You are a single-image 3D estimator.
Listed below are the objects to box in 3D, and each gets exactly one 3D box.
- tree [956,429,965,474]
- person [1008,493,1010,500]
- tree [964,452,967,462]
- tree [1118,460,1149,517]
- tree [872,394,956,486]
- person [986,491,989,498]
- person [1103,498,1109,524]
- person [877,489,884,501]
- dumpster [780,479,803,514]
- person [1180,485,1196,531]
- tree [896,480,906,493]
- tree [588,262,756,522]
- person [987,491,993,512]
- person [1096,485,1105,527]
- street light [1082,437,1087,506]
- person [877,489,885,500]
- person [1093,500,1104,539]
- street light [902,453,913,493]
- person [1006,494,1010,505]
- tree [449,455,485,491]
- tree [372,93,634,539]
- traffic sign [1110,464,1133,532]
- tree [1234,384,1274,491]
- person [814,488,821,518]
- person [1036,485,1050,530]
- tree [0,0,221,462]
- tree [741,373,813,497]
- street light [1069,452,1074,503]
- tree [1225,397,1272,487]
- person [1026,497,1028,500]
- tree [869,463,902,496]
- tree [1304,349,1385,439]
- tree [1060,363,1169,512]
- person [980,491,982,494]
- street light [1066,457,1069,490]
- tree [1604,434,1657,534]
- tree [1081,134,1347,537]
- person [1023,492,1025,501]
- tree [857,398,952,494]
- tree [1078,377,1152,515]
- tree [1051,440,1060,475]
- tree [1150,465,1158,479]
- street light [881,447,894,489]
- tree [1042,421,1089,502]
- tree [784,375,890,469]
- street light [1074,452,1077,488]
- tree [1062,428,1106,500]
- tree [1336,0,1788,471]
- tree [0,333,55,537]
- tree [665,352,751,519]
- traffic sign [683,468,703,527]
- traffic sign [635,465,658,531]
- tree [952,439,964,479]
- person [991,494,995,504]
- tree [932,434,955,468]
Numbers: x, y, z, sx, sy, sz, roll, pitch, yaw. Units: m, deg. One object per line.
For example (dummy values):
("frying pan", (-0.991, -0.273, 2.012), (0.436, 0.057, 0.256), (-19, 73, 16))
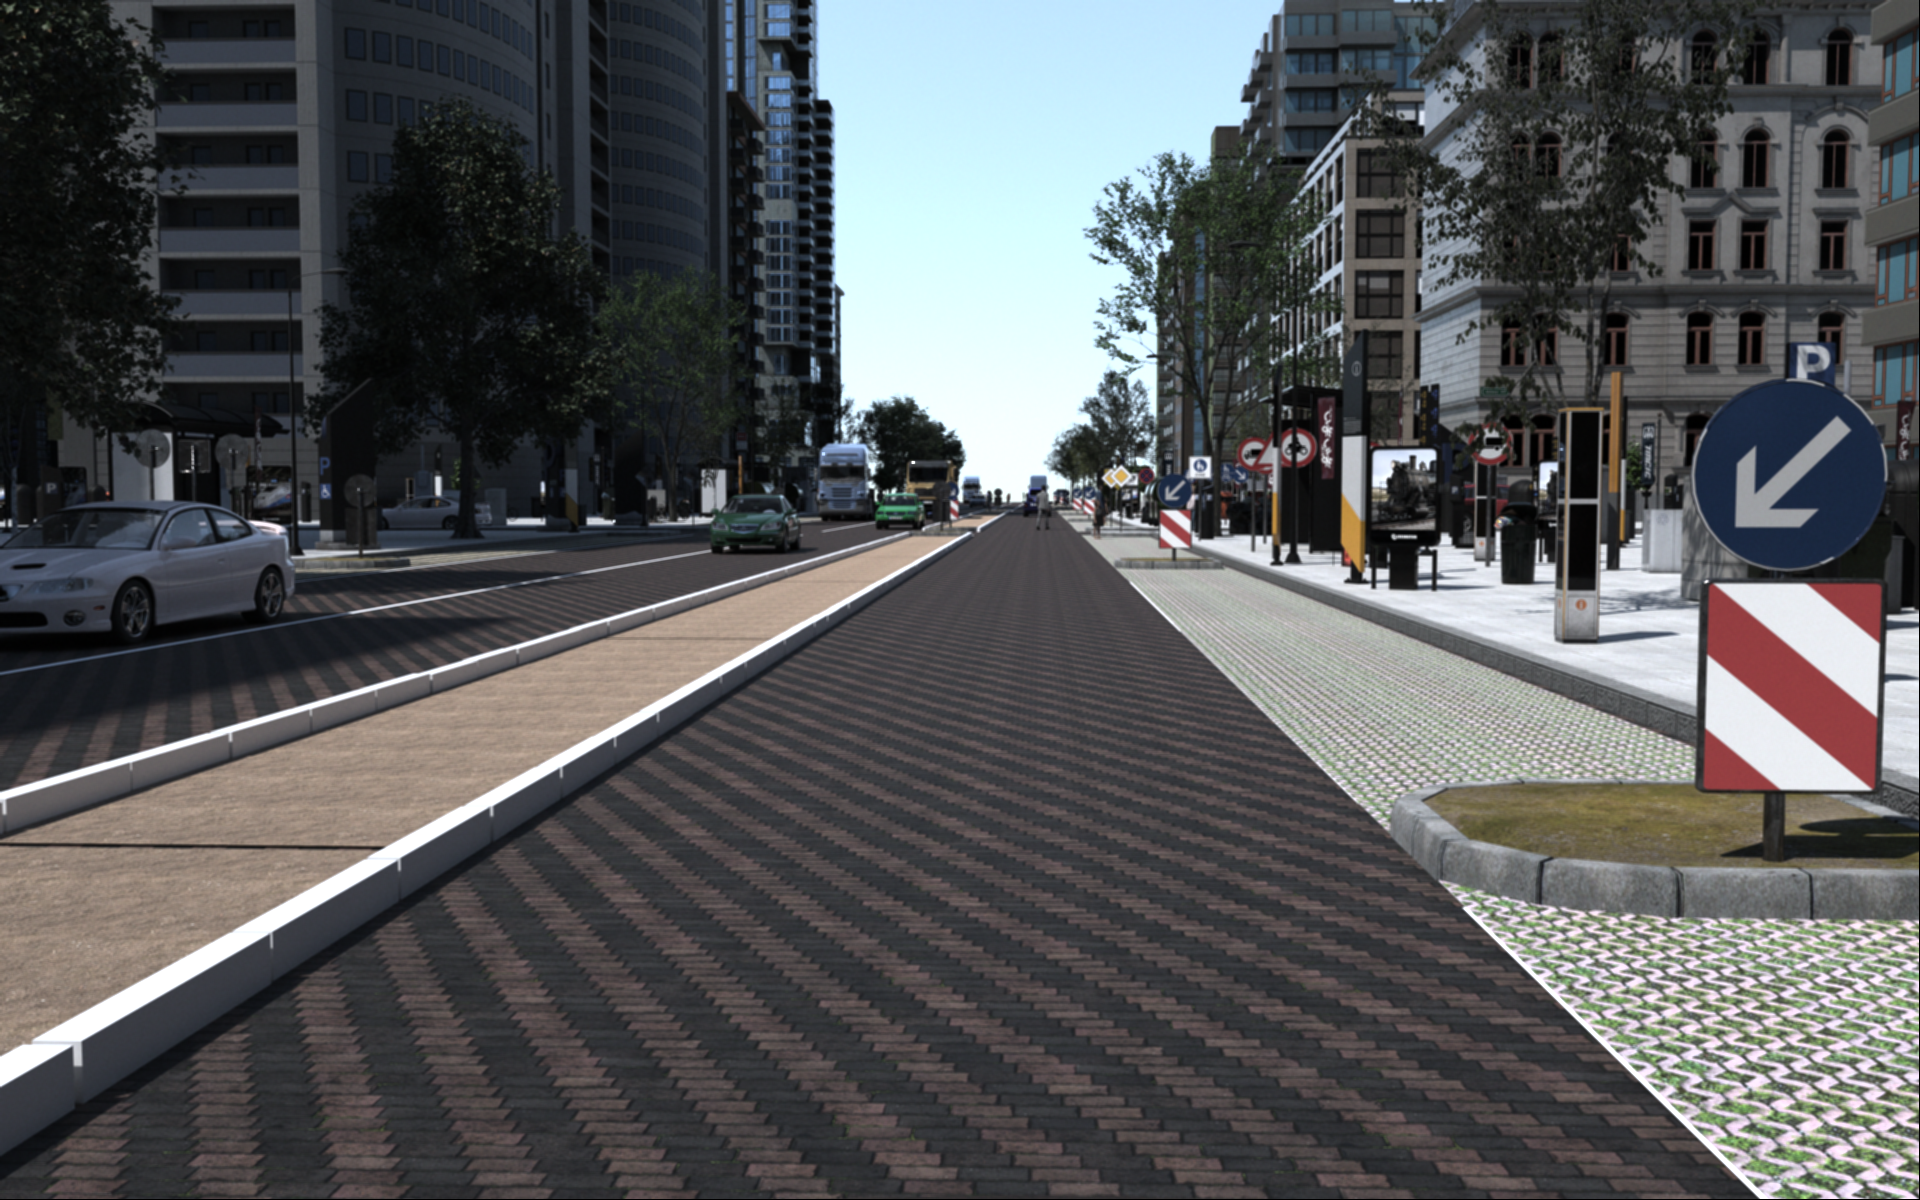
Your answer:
("tree", (-3.419, -23.467, 290.339), (9.857, 13.997, 8.962), (0, 3, 0))
("person", (7.781, -16.032, 272.096), (0.415, 1.643, 0.593), (-1, 4, -16))
("tree", (-2.345, -23.036, 302.397), (9.928, 11.665, 9.643), (0, 3, 0))
("tree", (9.345, -6.165, 95.404), (1.663, 3.219, 1.824), (0, 3, 0))
("tree", (-6.412, -18.974, 216.872), (9.857, 13.997, 8.962), (0, 3, 0))
("person", (3.740, -13.384, 227.192), (0.599, 1.838, 0.709), (-1, 4, -19))
("person", (6.838, -4.159, 81.161), (0.373, 1.253, 0.362), (0, 4, -6))
("person", (-5.671, -7.033, 123.834), (0.599, 1.781, 0.374), (0, 4, -6))
("dumpster", (-11.111, -6.748, 112.827), (1.502, 2.255, 1.985), (0, 4, 3))
("person", (8.071, -3.162, 60.875), (0.731, 1.740, 0.598), (0, 4, 5))
("tree", (-6.881, -12.901, 205.530), (1.663, 3.219, 1.824), (0, 3, 0))
("tree", (-13.125, -9.348, 78.596), (9.928, 11.665, 9.643), (0, 3, 0))
("person", (2.320, -7.751, 136.227), (0.522, 1.701, 0.512), (-2, 4, -24))
("person", (5.725, -3.783, 70.542), (0.419, 1.800, 0.721), (-1, 4, -8))
("street light", (10.624, -10.294, 140.849), (1.470, 5.913, 1.316), (0, 4, 3))
("person", (-6.525, -8.337, 144.770), (1.348, 1.831, 0.705), (3, 5, 43))
("person", (4.399, -2.553, 54.913), (0.362, 1.253, 0.373), (-2, 4, -27))
("street light", (-5.954, -13.642, 195.581), (1.470, 5.913, 1.316), (0, 4, 3))
("person", (6.513, -13.712, 235.957), (1.065, 1.426, 0.557), (3, 5, 45))
("tree", (-22.606, -5.126, 78.416), (1.663, 3.219, 1.824), (0, 3, 0))
("tree", (-14.177, -8.128, 49.896), (9.611, 12.733, 9.660), (0, 3, 0))
("traffic sign", (5.446, -3.359, 58.563), (0.795, 2.450, 0.064), (0, 4, 3))
("tree", (19.804, -9.860, 111.577), (4.360, 8.622, 3.978), (0, 3, 0))
("person", (-8.472, -5.829, 104.206), (0.661, 1.777, 0.834), (1, 4, 21))
("person", (3.317, -3.711, 69.443), (0.678, 1.792, 0.850), (2, 4, 29))
("tree", (-15.112, -6.559, 24.250), (9.611, 12.733, 9.660), (0, 3, 0))
("tree", (-10.909, -9.446, 104.798), (4.737, 8.622, 4.395), (0, 3, 0))
("street light", (13.030, -13.372, 191.177), (1.470, 5.913, 1.316), (0, 4, 3))
("tree", (21.887, -11.043, 130.919), (4.737, 8.622, 4.395), (0, 3, 0))
("person", (10.342, -15.717, 266.945), (0.415, 1.643, 0.593), (2, 4, 26))
("tree", (-7.765, -11.981, 179.606), (4.285, 4.588, 4.351), (0, 3, 0))
("tree", (19.099, -8.365, 87.128), (4.737, 8.622, 4.395), (0, 3, 0))
("tree", (11.397, -11.579, 123.733), (7.601, 10.594, 8.767), (0, 4, 7))
("person", (2.904, -14.166, 240.106), (0.705, 1.826, 1.348), (-1, 4, -21))
("street light", (14.114, -14.993, 217.668), (1.470, 5.913, 1.316), (0, 4, 3))
("tree", (21.742, -3.748, 55.887), (1.663, 3.219, 1.824), (0, 3, 0))
("tree", (7.577, -7.697, 51.598), (9.928, 11.665, 9.643), (0, 3, 0))
("person", (10.434, -16.617, 281.009), (0.721, 1.723, 1.217), (0, 4, 1))
("tree", (-7.739, -16.031, 187.867), (9.928, 11.665, 9.643), (0, 3, 0))
("tree", (9.940, -9.562, 106.694), (4.360, 8.622, 3.978), (0, 3, 0))
("tree", (16.700, -18.108, 230.470), (7.601, 10.594, 8.767), (1, 4, 20))
("tree", (10.541, -6.414, 99.471), (1.663, 3.219, 1.824), (0, 3, 0))
("street light", (-7.145, -12.058, 169.692), (1.470, 5.913, 1.316), (0, 4, 3))
("tree", (18.854, -23.223, 290.072), (12.009, 13.543, 11.850), (0, 3, 0))
("tree", (-9.616, -12.259, 134.852), (8.767, 10.594, 7.601), (0, 4, -6))
("street light", (11.844, -11.795, 165.389), (1.470, 5.913, 1.316), (0, 4, 3))
("tree", (13.799, -14.476, 187.037), (4.737, 8.622, 4.395), (0, 3, 0))
("tree", (6.412, -4.149, 18.201), (4.360, 8.622, 3.978), (0, 3, 0))
("tree", (-26.641, -5.991, 48.323), (4.360, 8.622, 3.978), (0, 3, 0))
("tree", (-12.887, -8.481, 89.019), (4.360, 8.622, 3.978), (0, 3, 0))
("traffic sign", (-10.367, -3.893, 67.296), (0.795, 2.450, 0.064), (0, 4, 3))
("traffic sign", (-10.731, -3.405, 59.319), (0.795, 2.450, 0.064), (0, 4, 3))
("tree", (-5.678, -19.119, 238.352), (9.928, 11.665, 9.643), (0, 3, 0))
("person", (4.694, -15.461, 261.989), (1.217, 1.736, 0.721), (-1, 4, -12))
("tree", (-3.885, -20.485, 269.346), (7.601, 10.594, 8.767), (-1, 4, -11))
